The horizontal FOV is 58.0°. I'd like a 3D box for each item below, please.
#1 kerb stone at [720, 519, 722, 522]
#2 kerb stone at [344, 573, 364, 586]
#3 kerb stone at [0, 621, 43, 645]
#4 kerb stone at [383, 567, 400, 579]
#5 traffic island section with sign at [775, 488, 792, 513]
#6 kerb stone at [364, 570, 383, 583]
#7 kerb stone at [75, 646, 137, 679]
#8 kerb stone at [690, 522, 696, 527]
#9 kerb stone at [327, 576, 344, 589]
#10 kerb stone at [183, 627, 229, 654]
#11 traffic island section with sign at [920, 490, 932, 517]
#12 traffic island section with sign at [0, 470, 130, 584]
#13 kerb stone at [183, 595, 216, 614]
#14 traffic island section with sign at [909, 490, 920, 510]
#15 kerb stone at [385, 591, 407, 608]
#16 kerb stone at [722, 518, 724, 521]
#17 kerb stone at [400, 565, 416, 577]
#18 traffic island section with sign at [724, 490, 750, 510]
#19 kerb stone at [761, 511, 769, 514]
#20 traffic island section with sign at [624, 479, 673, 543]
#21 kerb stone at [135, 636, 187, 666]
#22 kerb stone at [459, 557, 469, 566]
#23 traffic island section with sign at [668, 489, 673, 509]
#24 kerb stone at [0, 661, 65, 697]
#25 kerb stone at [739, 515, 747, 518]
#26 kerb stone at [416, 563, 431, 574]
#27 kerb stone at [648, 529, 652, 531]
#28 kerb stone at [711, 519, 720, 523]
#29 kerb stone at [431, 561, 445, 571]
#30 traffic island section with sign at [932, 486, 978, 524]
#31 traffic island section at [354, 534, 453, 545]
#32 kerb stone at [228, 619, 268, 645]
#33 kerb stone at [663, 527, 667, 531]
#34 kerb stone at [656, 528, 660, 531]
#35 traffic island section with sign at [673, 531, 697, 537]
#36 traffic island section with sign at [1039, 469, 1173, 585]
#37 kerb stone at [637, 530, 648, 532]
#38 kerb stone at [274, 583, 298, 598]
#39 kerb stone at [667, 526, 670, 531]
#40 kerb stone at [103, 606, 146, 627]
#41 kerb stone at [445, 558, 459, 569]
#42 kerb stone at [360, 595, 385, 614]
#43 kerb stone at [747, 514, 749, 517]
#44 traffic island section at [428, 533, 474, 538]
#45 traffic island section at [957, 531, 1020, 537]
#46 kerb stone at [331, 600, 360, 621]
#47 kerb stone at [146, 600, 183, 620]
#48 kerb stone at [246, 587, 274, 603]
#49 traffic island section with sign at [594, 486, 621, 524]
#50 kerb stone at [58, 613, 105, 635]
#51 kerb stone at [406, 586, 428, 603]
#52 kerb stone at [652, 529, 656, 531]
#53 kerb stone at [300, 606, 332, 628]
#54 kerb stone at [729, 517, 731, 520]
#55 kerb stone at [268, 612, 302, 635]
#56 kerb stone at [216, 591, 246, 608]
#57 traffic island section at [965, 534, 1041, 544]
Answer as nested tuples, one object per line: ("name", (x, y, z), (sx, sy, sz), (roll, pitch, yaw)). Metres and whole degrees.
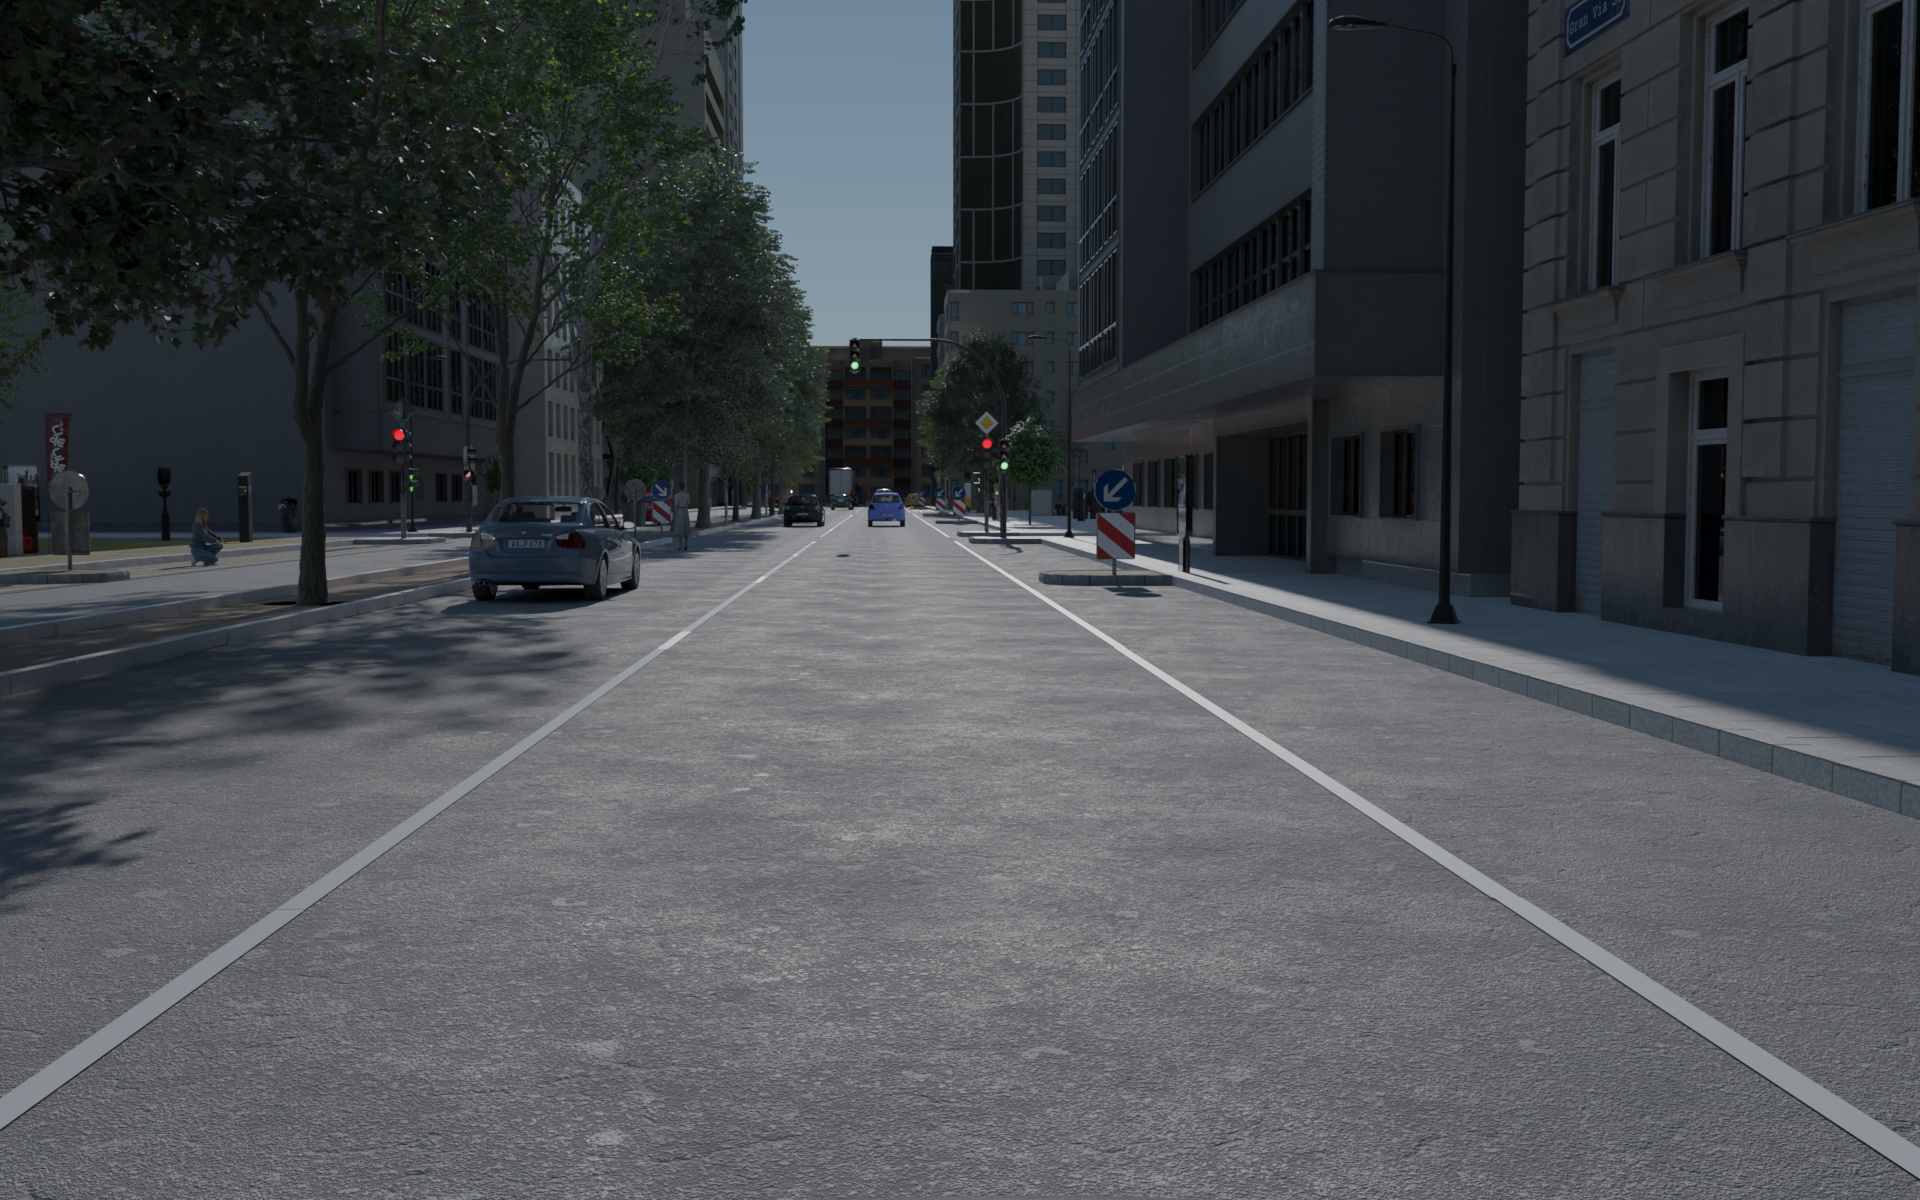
("kerb stone", (-12.344, -4.034, 88.159), (0.120, 0.150, 1.000), (0, 4, -3))
("kerb stone", (-9.603, -0.300, 27.165), (0.120, 0.150, 1.000), (0, 4, -3))
("kerb stone", (-9.152, 0.321, 16.943), (0.120, 0.150, 1.000), (0, 4, -3))
("kerb stone", (-9.689, -0.429, 29.215), (0.120, 0.150, 1.000), (0, 4, -3))
("traffic island section with sign", (-13.322, -7.648, 133.174), (2.006, 1.907, 1.989), (0, 4, -3))
("kerb stone", (-9.644, -0.367, 28.194), (0.120, 0.150, 1.000), (0, 4, -3))
("kerb stone", (-6.898, 0.508, 13.884), (0.120, 0.150, 1.000), (0, 4, -3))
("kerb stone", (-11.839, -3.345, 76.885), (0.120, 0.150, 1.000), (0, 4, -3))
("kerb stone", (-9.548, -0.236, 26.140), (0.120, 0.150, 1.000), (0, 4, -3))
("kerb stone", (-6.999, 0.383, 15.933), (0.120, 0.150, 1.000), (0, 4, -3))
("traffic island section with sign", (-1.385, -6.227, 110.441), (1.989, 1.847, 2.006), (0, 4, -3))
("traffic island section with sign", (-14.831, -1.208, 28.377), (1.989, 1.847, 2.006), (0, 4, -3))
("kerb stone", (-9.320, 0.071, 21.035), (0.120, 0.150, 1.000), (0, 4, -3))
("traffic island section with sign", (-3.653, -9.294, 160.590), (1.989, 1.847, 2.006), (0, 4, -3))
("kerb stone", (-7.275, 0.010, 22.069), (0.120, 0.150, 1.000), (0, 4, -3))
("kerb stone", (-12.386, -4.097, 89.184), (0.120, 0.150, 1.000), (0, 4, -3))
("kerb stone", (-9.737, -0.492, 30.240), (0.120, 0.150, 1.000), (0, 4, -3))
("traffic island section with sign", (-20.764, -9.267, 160.145), (1.989, 1.847, 2.006), (0, 4, -3))
("kerb stone", (-13.962, -6.228, 124.025), (0.120, 0.150, 1.000), (0, 4, -3))
("traffic island section with sign", (-9.608, -2.604, 50.711), (2.006, 1.907, 1.989), (0, 4, -3))
("kerb stone", (-6.940, 0.450, 14.906), (0.120, 0.150, 1.000), (0, 4, -3))
("kerb stone", (-9.922, -0.742, 34.327), (0.120, 0.150, 1.000), (0, 4, -3))
("traffic island section with sign", (-18.505, -6.202, 110.034), (1.989, 1.847, 2.006), (0, 4, -3))
("kerb stone", (-6.855, 0.571, 12.863), (0.120, 0.150, 1.000), (0, 4, -3))
("kerb stone", (-13.093, -5.037, 104.545), (0.120, 0.150, 1.000), (0, 4, -3))
("kerb stone", (-9.788, -0.554, 31.261), (0.120, 0.150, 1.000), (0, 4, -3))
("kerb stone", (-11.149, -2.404, 61.501), (0.120, 0.150, 1.000), (0, 4, -3))
("kerb stone", (-12.301, -3.966, 87.136), (0.120, 0.150, 1.000), (0, 4, -3))
("kerb stone", (-9.830, -0.616, 32.285), (0.120, 0.150, 1.000), (0, 4, -3))
("traffic island section with sign", (-0.185, -4.580, 83.512), (1.989, 1.847, 2.006), (0, 4, -3))
("traffic island section", (-16.137, -1.707, 50.184), (2.009, 0.180, 2.903), (0, 4, -3))
("kerb stone", (-7.036, 0.321, 16.954), (0.120, 0.150, 1.000), (0, 4, -3))
("kerb stone", (-11.329, -2.656, 65.616), (0.120, 0.150, 1.000), (0, 4, -3))
("kerb stone", (-11.239, -2.530, 63.553), (0.120, 0.150, 1.000), (0, 4, -3))
("traffic island section with sign", (-9.931, -3.057, 58.112), (2.006, 1.907, 1.989), (0, 4, -3))
("traffic island section with sign", (2.312, -1.192, 28.120), (1.989, 1.847, 2.006), (0, 4, -3))
("kerb stone", (-11.095, -2.341, 60.471), (0.120, 0.150, 1.000), (0, 4, -3))
("kerb stone", (-9.467, -0.116, 24.097), (0.120, 0.150, 1.000), (0, 4, -3))
("kerb stone", (-11.381, -2.717, 66.637), (0.120, 0.150, 1.000), (0, 4, -3))
("kerb stone", (-9.234, 0.196, 18.993), (0.120, 0.150, 1.000), (0, 4, -3))
("kerb stone", (-9.871, -0.680, 33.307), (0.120, 0.150, 1.000), (0, 4, -3))
("kerb stone", (-7.223, 0.070, 21.047), (0.120, 0.150, 1.000), (0, 4, -3))
("kerb stone", (-13.129, -5.099, 105.567), (0.120, 0.150, 1.000), (0, 4, -3))
("traffic island section", (-16.497, -2.195, 58.161), (2.009, 0.180, 2.903), (0, 4, -3))
("traffic island section", (0.927, -2.242, 58.938), (2.009, 0.180, 2.903), (0, 4, -3))
("kerb stone", (-7.182, 0.133, 20.025), (0.120, 0.150, 1.000), (0, 4, -3))
("kerb stone", (-9.278, 0.134, 20.014), (0.120, 0.150, 1.000), (0, 4, -3))
("kerb stone", (-9.415, -0.054, 23.076), (0.120, 0.150, 1.000), (0, 4, -3))
("traffic island section with sign", (-17.273, -4.534, 82.755), (1.989, 1.847, 2.006), (0, 4, -3))
("kerb stone", (-9.186, 0.263, 17.964), (0.120, 0.150, 1.000), (0, 4, -3))
("kerb stone", (-7.316, -0.055, 23.094), (0.120, 0.150, 1.000), (0, 4, -3))
("kerb stone", (-11.185, -2.460, 62.526), (0.120, 0.150, 1.000), (0, 4, -3))
("kerb stone", (-7.135, 0.196, 18.998), (0.120, 0.150, 1.000), (0, 4, -3))
("kerb stone", (-12.580, -4.345, 93.283), (0.120, 0.150, 1.000), (0, 4, -3))
("kerb stone", (-7.086, 0.261, 17.975), (0.120, 0.150, 1.000), (0, 4, -3))
("kerb stone", (-9.371, 0.009, 22.055), (0.120, 0.150, 1.000), (0, 4, -3))
("traffic island section", (1.287, -1.754, 50.961), (2.009, 0.180, 2.903), (0, 4, -3))
